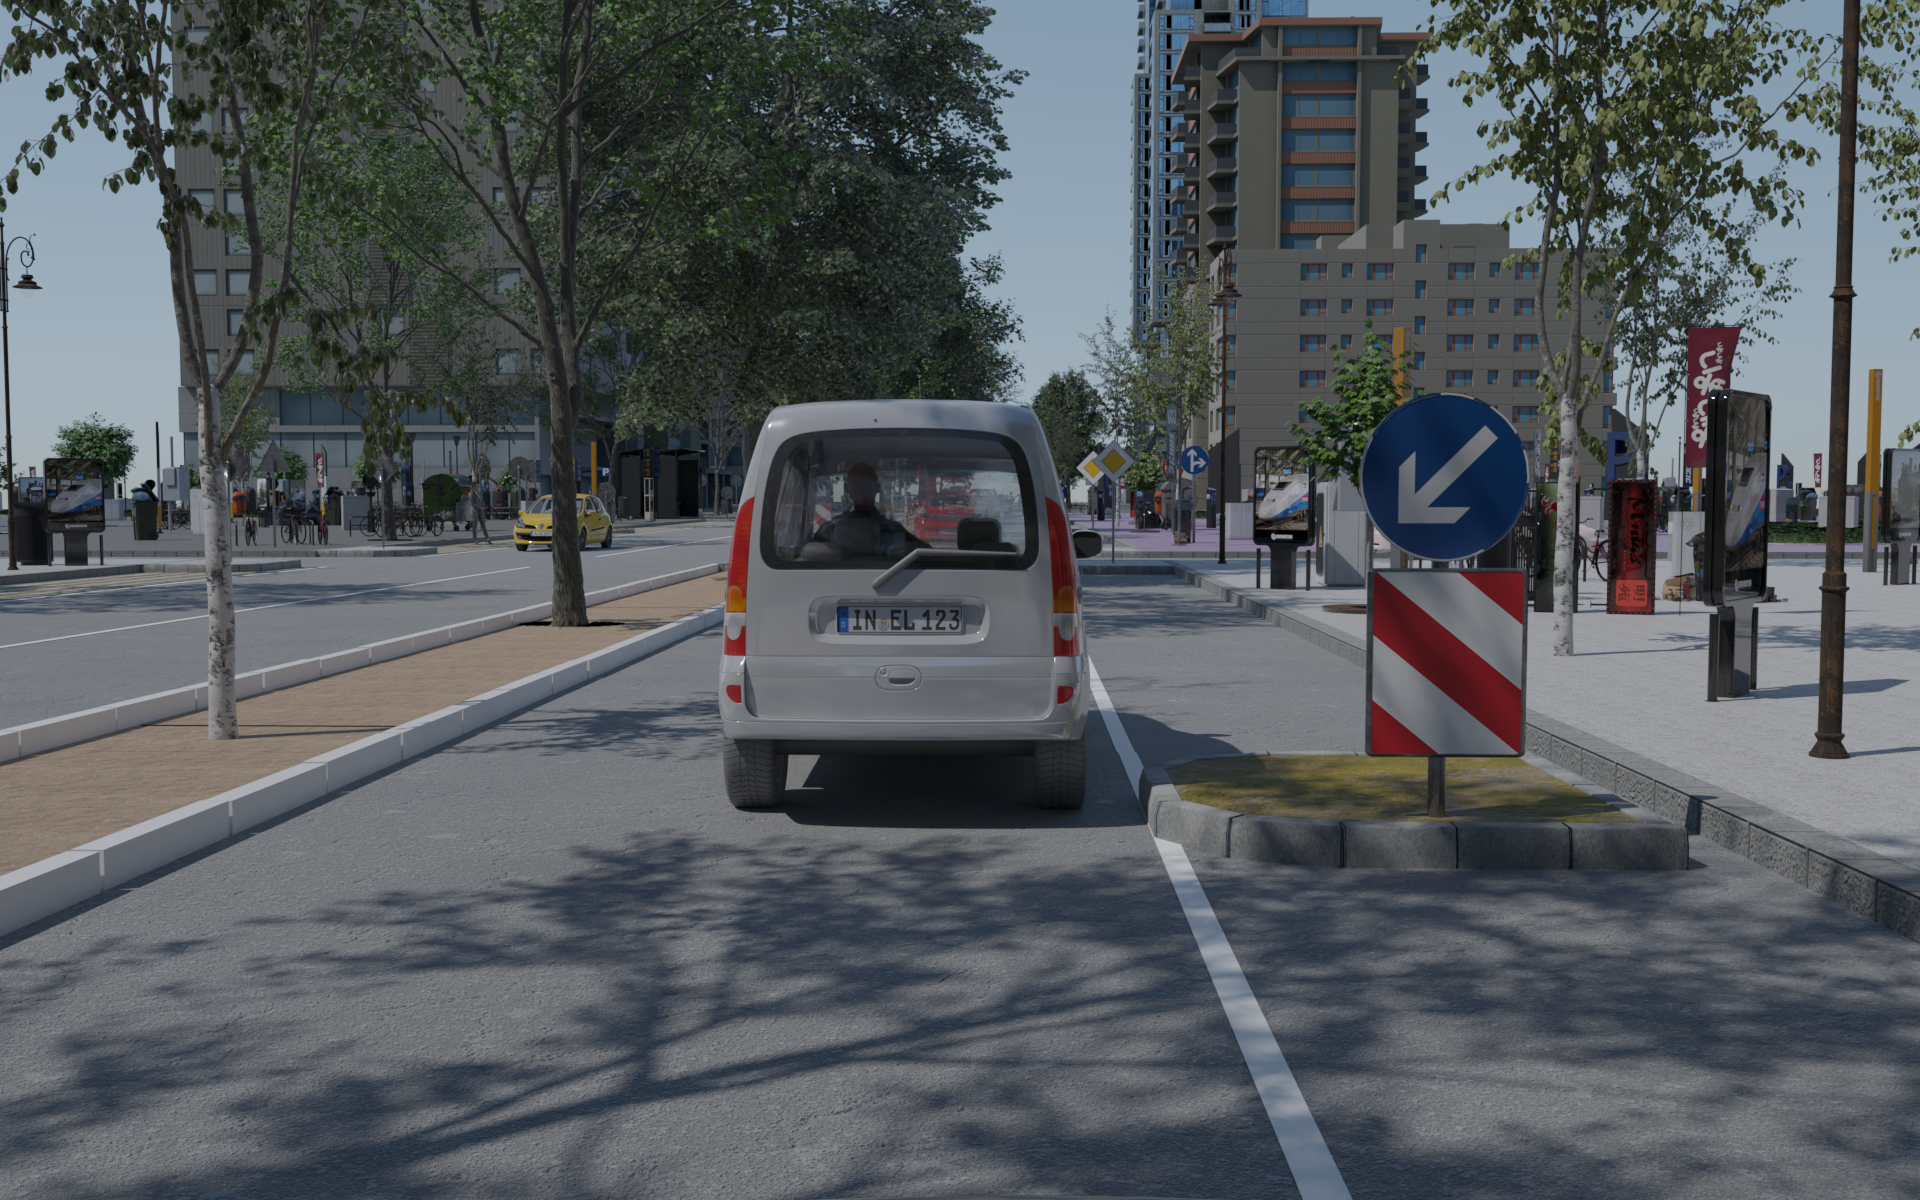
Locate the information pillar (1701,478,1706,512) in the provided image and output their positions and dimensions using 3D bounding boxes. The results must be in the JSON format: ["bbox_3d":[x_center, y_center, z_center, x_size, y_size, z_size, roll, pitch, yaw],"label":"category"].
[{"bbox_3d":[33.709,-4.541,78.734,0.304,2.012,0.304,0,4,-5],"label":"information pillar"}]

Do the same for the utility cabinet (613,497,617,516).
[{"bbox_3d":[-19.688,-5.522,98.961,0.318,1.500,1.173,2,4,31],"label":"utility cabinet"}]

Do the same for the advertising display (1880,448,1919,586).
[{"bbox_3d":[13.333,-1.181,24.517,0.974,1.923,0.123,-3,4,-37],"label":"advertising display"}]

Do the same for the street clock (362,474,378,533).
[{"bbox_3d":[-19.627,-3.250,57.700,0.471,2.002,0.358,1,4,12],"label":"street clock"}]

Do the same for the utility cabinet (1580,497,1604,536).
[{"bbox_3d":[15.148,-1.902,42.258,1.020,1.237,0.306,2,4,35],"label":"utility cabinet"}]

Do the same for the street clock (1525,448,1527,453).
[{"bbox_3d":[6.836,-1.052,21.767,0.471,2.002,0.358,0,4,-3],"label":"street clock"}]

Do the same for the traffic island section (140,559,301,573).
[{"bbox_3d":[-13.813,-0.640,32.747,2.009,0.180,2.903,0,4,2],"label":"traffic island section"}]

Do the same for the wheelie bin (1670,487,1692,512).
[{"bbox_3d":[31.739,-4.168,76.051,0.980,1.594,0.693,0,4,-4],"label":"wheelie bin"}]

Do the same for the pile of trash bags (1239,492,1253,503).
[{"bbox_3d":[10.734,-3.149,61.243,1.912,1.369,3.447,0,4,-4],"label":"pile of trash bags"}]

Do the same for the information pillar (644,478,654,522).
[{"bbox_3d":[-14.290,-4.593,79.584,0.304,2.012,0.304,2,4,23],"label":"information pillar"}]

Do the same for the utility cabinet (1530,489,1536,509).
[{"bbox_3d":[24.007,-3.882,72.145,1.173,1.500,0.318,-3,5,-41],"label":"utility cabinet"}]

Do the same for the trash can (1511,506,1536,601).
[{"bbox_3d":[6.797,-0.572,21.004,0.748,1.137,0.748,0,3,0],"label":"trash can"}]

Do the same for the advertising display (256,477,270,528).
[{"bbox_3d":[-26.666,-3.735,66.282,0.123,1.923,0.974,-3,5,-44],"label":"advertising display"}]

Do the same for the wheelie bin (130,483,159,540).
[{"bbox_3d":[-22.662,-2.460,48.129,0.693,1.594,0.980,-3,4,-36],"label":"wheelie bin"}]

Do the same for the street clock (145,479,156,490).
[{"bbox_3d":[-39.858,-4.936,85.278,0.471,2.002,0.358,-3,5,-42],"label":"street clock"}]

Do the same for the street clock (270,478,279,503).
[{"bbox_3d":[-31.656,-4.604,79.849,0.471,2.002,0.358,0,4,-6],"label":"street clock"}]

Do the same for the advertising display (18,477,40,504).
[{"bbox_3d":[-34.821,-3.658,65.029,0.123,1.923,0.974,3,4,36],"label":"advertising display"}]

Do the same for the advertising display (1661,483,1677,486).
[{"bbox_3d":[42.362,-6.011,103.497,0.123,1.923,0.974,-3,4,-36],"label":"advertising display"}]

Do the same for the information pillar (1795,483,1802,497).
[{"bbox_3d":[53.747,-6.515,111.010,0.304,2.012,0.304,0,4,-2],"label":"information pillar"}]

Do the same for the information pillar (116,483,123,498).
[{"bbox_3d":[-55.545,-6.727,114.475,0.304,2.012,0.304,-3,5,-44],"label":"information pillar"}]

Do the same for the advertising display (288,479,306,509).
[{"bbox_3d":[-29.460,-4.391,76.999,0.123,1.923,0.974,1,4,19],"label":"advertising display"}]

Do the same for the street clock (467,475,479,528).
[{"bbox_3d":[-18.503,-3.742,65.748,0.471,2.002,0.358,-2,4,-28],"label":"street clock"}]

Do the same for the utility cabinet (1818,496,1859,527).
[{"bbox_3d":[25.614,-2.406,50.502,0.306,1.237,1.020,-3,5,-41],"label":"utility cabinet"}]

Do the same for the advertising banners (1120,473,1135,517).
[{"bbox_3d":[9.725,-6.115,96.166,2.074,3.025,0.090,1,4,20],"label":"advertising banners"}]

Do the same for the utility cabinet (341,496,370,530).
[{"bbox_3d":[-21.490,-3.092,61.716,1.020,1.237,0.306,-2,4,-34],"label":"utility cabinet"}]

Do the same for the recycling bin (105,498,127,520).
[{"bbox_3d":[-41.231,-4.396,84.430,0.722,1.027,0.722,-1,4,-9],"label":"recycling bin"}]

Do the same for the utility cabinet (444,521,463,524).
[{"bbox_3d":[-22.039,-3.912,75.128,1.020,1.237,0.306,2,4,27],"label":"utility cabinet"}]

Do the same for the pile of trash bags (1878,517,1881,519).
[{"bbox_3d":[54.844,-5.527,100.125,3.447,1.369,1.912,-1,4,-9],"label":"pile of trash bags"}]

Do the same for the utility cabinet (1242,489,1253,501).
[{"bbox_3d":[12.625,-4.087,75.505,0.318,1.500,1.173,2,4,31],"label":"utility cabinet"}]

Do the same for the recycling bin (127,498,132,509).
[{"bbox_3d":[-47.994,-5.327,99.658,0.722,1.027,0.722,2,4,30],"label":"recycling bin"}]

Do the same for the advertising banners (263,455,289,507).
[{"bbox_3d":[-30.727,-4.996,77.877,0.090,3.025,2.074,1,4,9],"label":"advertising banners"}]

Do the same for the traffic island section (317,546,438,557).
[{"bbox_3d":[-13.575,-1.128,40.728,2.009,0.180,2.903,0,4,2],"label":"traffic island section"}]

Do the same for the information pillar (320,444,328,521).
[{"bbox_3d":[-29.471,-5.440,80.298,0.504,3.616,0.183,3,5,44],"label":"information pillar"}]

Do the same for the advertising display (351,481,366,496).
[{"bbox_3d":[-29.992,-4.967,86.417,0.974,1.923,0.123,2,4,34],"label":"advertising display"}]

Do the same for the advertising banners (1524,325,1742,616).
[{"bbox_3d":[7.104,-1.355,18.343,2.074,3.025,0.090,1,4,23],"label":"advertising banners"}]

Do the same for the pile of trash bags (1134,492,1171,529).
[{"bbox_3d":[7.559,-3.414,65.574,1.912,1.369,3.447,0,4,5],"label":"pile of trash bags"}]

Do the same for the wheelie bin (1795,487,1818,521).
[{"bbox_3d":[42.997,-4.905,88.102,0.693,1.594,0.980,-3,5,-43],"label":"wheelie bin"}]

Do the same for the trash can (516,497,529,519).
[{"bbox_3d":[-18.281,-3.741,72.822,0.748,1.137,0.748,0,3,0],"label":"trash can"}]

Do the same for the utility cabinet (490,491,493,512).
[{"bbox_3d":[-30.550,-6.346,112.440,0.318,1.500,1.173,2,4,34],"label":"utility cabinet"}]

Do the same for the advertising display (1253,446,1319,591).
[{"bbox_3d":[4.346,-1.103,23.245,0.123,1.923,0.974,-3,5,-40],"label":"advertising display"}]

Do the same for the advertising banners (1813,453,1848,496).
[{"bbox_3d":[36.733,-4.708,73.155,0.090,3.025,2.074,-1,4,-13],"label":"advertising banners"}]

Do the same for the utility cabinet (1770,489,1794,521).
[{"bbox_3d":[34.817,-3.956,73.357,1.173,1.500,0.318,-2,4,-30],"label":"utility cabinet"}]

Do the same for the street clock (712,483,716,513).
[{"bbox_3d":[-16.426,-6.823,116.123,0.358,2.002,0.471,-3,5,-43],"label":"street clock"}]

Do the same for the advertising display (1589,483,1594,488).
[{"bbox_3d":[37.211,-5.926,102.100,0.123,1.923,0.974,1,4,12],"label":"advertising display"}]

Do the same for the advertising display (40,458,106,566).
[{"bbox_3d":[-15.825,-1.575,30.964,0.974,1.923,0.123,-3,5,-40],"label":"advertising display"}]

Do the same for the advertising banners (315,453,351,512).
[{"bbox_3d":[-26.454,-4.702,73.063,2.074,3.025,0.090,2,4,28],"label":"advertising banners"}]

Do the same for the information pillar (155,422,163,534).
[{"bbox_3d":[-26.014,-3.968,56.227,0.183,3.616,0.504,-1,4,-22],"label":"information pillar"}]

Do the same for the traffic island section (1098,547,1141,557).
[{"bbox_3d":[3.109,-1.098,40.230,2.009,0.180,2.903,0,4,2],"label":"traffic island section"}]

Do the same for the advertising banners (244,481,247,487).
[{"bbox_3d":[-47.960,-7.274,115.114,2.074,3.025,0.090,2,4,30],"label":"advertising banners"}]

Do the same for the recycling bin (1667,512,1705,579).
[{"bbox_3d":[10.394,-0.725,24.409,0.722,1.027,0.722,1,4,17],"label":"recycling bin"}]

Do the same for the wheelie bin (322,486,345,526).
[{"bbox_3d":[-25.532,-3.842,70.729,0.693,1.594,0.980,1,4,13],"label":"wheelie bin"}]

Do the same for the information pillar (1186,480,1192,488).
[{"bbox_3d":[11.553,-5.099,87.853,0.304,2.012,0.304,2,4,27],"label":"information pillar"}]

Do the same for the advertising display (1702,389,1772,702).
[{"bbox_3d":[4.926,-0.353,10.981,0.123,1.923,0.974,3,5,40],"label":"advertising display"}]

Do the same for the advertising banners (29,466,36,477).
[{"bbox_3d":[-57.735,-6.906,109.097,2.074,3.025,0.090,1,4,13],"label":"advertising banners"}]

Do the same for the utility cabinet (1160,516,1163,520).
[{"bbox_3d":[9.562,-4.357,82.393,0.306,1.237,1.020,0,4,-2],"label":"utility cabinet"}]

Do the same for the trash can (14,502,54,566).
[{"bbox_3d":[-16.718,-1.199,31.265,0.748,1.137,0.748,0,3,0],"label":"trash can"}]

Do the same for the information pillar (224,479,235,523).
[{"bbox_3d":[-32.477,-5.227,76.813,0.504,3.616,0.183,0,4,7],"label":"information pillar"}]

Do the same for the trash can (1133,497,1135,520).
[{"bbox_3d":[8.395,-4.204,80.385,0.748,1.137,0.748,0,3,0],"label":"trash can"}]

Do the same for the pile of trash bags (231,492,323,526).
[{"bbox_3d":[-27.896,-3.718,70.536,3.447,1.369,1.912,-3,5,-45],"label":"pile of trash bags"}]
